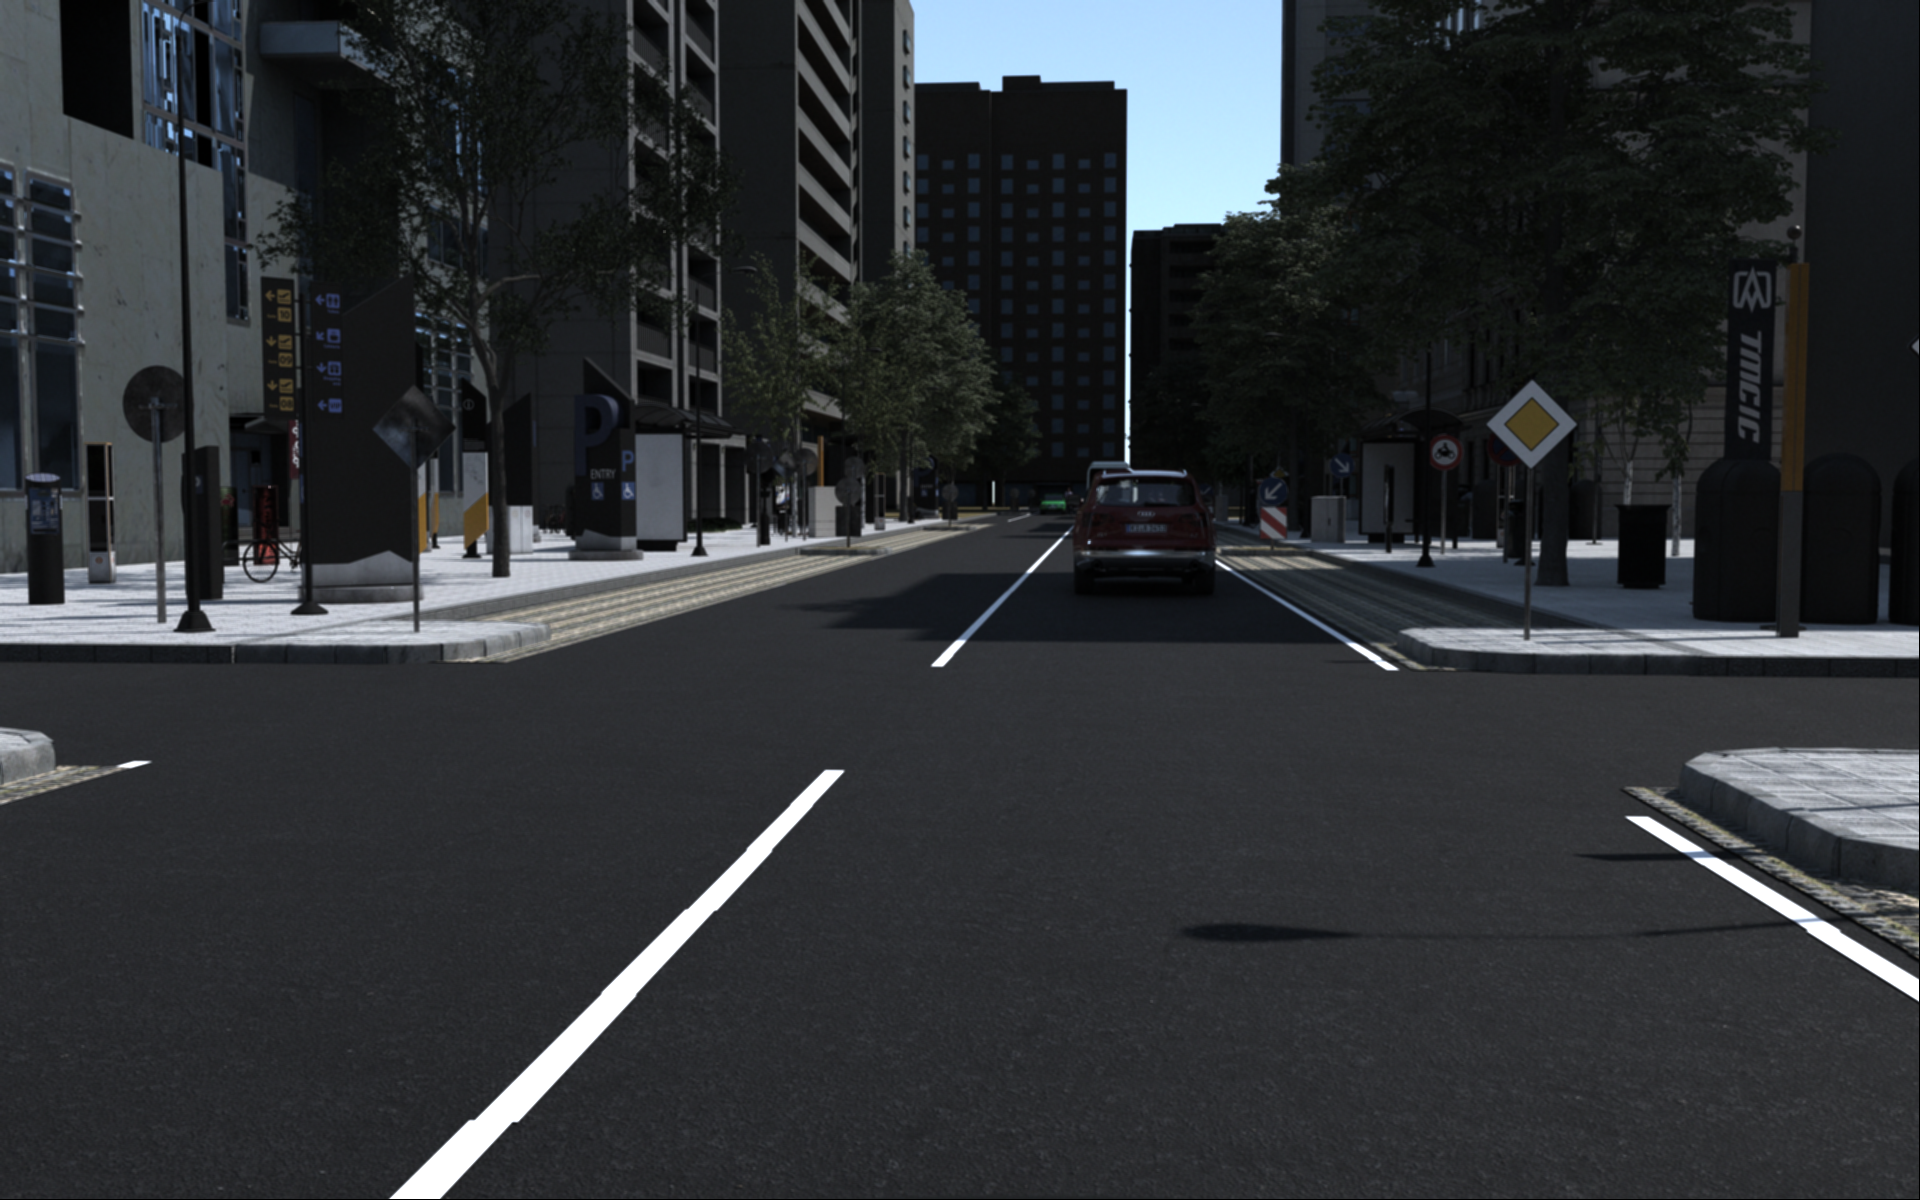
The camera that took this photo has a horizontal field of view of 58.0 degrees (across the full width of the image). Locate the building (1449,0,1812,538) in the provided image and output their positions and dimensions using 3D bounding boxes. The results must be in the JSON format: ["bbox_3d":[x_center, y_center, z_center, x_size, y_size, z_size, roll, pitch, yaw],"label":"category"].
[{"bbox_3d":[23.765,-11.900,59.187,10.561,19.102,19.286,0,4,5],"label":"building"}]

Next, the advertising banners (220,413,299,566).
[{"bbox_3d":[-12.556,-2.142,31.202,0.090,3.025,2.074,3,5,39],"label":"advertising banners"}]

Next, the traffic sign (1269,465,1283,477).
[{"bbox_3d":[12.554,-4.095,68.138,0.795,2.450,0.064,0,4,7],"label":"traffic sign"}]

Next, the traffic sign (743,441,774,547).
[{"bbox_3d":[-4.887,-2.558,41.925,0.768,2.556,0.104,1,4,14],"label":"traffic sign"}]

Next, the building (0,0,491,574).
[{"bbox_3d":[-25.440,-44.384,38.353,22.319,86.520,31.000,0,4,5],"label":"building"}]

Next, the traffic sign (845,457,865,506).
[{"bbox_3d":[-3.610,-3.590,58.806,0.768,2.556,0.104,0,4,7],"label":"traffic sign"}]

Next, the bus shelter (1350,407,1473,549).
[{"bbox_3d":[11.099,-3.004,43.035,2.014,3.302,5.546,0,4,5],"label":"bus shelter"}]

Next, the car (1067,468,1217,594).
[{"bbox_3d":[2.753,-1.081,26.352,2.281,1.827,5.304,0,4,4],"label":"car"}]

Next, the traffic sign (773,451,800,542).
[{"bbox_3d":[-4.667,-2.774,46.538,0.795,2.450,0.064,1,4,13],"label":"traffic sign"}]

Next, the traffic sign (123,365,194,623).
[{"bbox_3d":[-7.950,-1.044,17.174,0.768,2.556,0.104,1,4,9],"label":"traffic sign"}]

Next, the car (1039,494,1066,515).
[{"bbox_3d":[6.491,-6.791,119.831,1.959,1.807,4.718,0,4,6],"label":"car"}]

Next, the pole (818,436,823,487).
[{"bbox_3d":[-4.894,-4.094,60.783,0.158,3.312,0.155,0,3,0],"label":"pole"}]

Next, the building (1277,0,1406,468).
[{"bbox_3d":[36.707,-36.616,140.668,21.231,58.520,28.212,0,4,5],"label":"building"}]

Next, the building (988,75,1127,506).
[{"bbox_3d":[10.868,-32.938,188.643,14.200,45.320,14.600,0,4,5],"label":"building"}]

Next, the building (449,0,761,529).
[{"bbox_3d":[-19.077,-38.771,72.150,20.563,71.187,20.611,0,4,5],"label":"building"}]

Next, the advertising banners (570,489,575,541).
[{"bbox_3d":[-10.353,-3.191,48.368,0.090,3.025,2.074,1,4,16],"label":"advertising banners"}]

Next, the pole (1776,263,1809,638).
[{"bbox_3d":[7.426,-1.321,15.449,0.158,3.312,0.155,0,3,0],"label":"pole"}]

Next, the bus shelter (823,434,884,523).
[{"bbox_3d":[-4.321,-4.837,70.365,1.731,3.624,6.357,0,4,5],"label":"bus shelter"}]

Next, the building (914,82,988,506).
[{"bbox_3d":[-3.353,-32.963,189.063,14.200,45.320,14.600,0,4,5],"label":"building"}]

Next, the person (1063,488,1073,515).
[{"bbox_3d":[7.306,-6.639,116.921,0.709,1.838,0.599,1,4,9],"label":"person"}]

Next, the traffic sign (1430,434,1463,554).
[{"bbox_3d":[10.302,-2.249,36.884,0.768,2.556,0.104,0,4,5],"label":"traffic sign"}]

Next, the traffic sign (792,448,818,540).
[{"bbox_3d":[-4.301,-2.918,47.814,0.768,2.556,0.104,1,4,10],"label":"traffic sign"}]

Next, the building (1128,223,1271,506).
[{"bbox_3d":[25.446,-25.452,187.838,14.107,30.474,14.160,0,4,5],"label":"building"}]

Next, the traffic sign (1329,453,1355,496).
[{"bbox_3d":[11.884,-3.292,53.925,0.768,2.556,0.104,1,4,13],"label":"traffic sign"}]

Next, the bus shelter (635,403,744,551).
[{"bbox_3d":[-6.689,-2.893,41.222,2.014,3.302,5.546,0,4,5],"label":"bus shelter"}]

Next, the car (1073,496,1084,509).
[{"bbox_3d":[10.002,-8.657,153.899,2.083,1.381,4.827,0,4,6],"label":"car"}]

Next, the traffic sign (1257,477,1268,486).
[{"bbox_3d":[15.504,-5.464,89.444,0.768,2.556,0.104,0,4,7],"label":"traffic sign"}]

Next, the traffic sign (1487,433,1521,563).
[{"bbox_3d":[10.163,-1.963,32.195,0.768,2.556,0.104,0,4,8],"label":"traffic sign"}]

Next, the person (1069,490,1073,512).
[{"bbox_3d":[8.533,-7.749,135.720,0.750,1.759,0.617,-2,4,-30],"label":"person"}]

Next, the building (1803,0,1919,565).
[{"bbox_3d":[28.476,-14.274,26.886,24.014,27.812,14.314,0,4,5],"label":"building"}]

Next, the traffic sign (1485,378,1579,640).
[{"bbox_3d":[4.973,-0.703,15.141,0.795,2.450,0.064,0,4,5],"label":"traffic sign"}]

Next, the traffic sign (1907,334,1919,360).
[{"bbox_3d":[4.306,-0.217,7.184,0.795,2.450,0.064,0,4,5],"label":"traffic sign"}]

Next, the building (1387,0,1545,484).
[{"bbox_3d":[27.730,-17.895,78.488,13.634,28.700,20.117,0,4,5],"label":"building"}]

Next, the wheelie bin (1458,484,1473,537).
[{"bbox_3d":[14.992,-2.691,51.900,0.980,1.594,0.693,1,4,19],"label":"wheelie bin"}]

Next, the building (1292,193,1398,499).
[{"bbox_3d":[37.108,-16.384,112.924,27.650,21.520,28.899,0,4,5],"label":"building"}]

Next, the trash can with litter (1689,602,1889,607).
[{"bbox_3d":[9.720,-0.556,20.147,2.233,1.210,1.678,2,4,24],"label":"trash can with litter"}]

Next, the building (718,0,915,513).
[{"bbox_3d":[-15.521,-32.146,149.285,21.600,48.544,21.300,0,4,5],"label":"building"}]

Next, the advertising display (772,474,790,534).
[{"bbox_3d":[-5.831,-3.136,56.482,0.123,1.923,0.974,2,4,23],"label":"advertising display"}]

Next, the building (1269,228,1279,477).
[{"bbox_3d":[39.455,-25.344,186.083,14.107,30.474,14.160,0,4,5],"label":"building"}]

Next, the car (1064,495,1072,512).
[{"bbox_3d":[8.347,-7.958,142.685,1.945,1.354,3.894,0,4,6],"label":"car"}]

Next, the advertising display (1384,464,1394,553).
[{"bbox_3d":[9.402,-2.004,37.982,0.123,1.923,0.974,1,4,9],"label":"advertising display"}]

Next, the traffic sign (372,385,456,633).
[{"bbox_3d":[-5.034,-0.756,15.997,0.795,2.450,0.064,0,4,5],"label":"traffic sign"}]

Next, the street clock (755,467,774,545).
[{"bbox_3d":[-4.921,-2.388,43.616,0.358,2.002,0.471,3,4,38],"label":"street clock"}]
